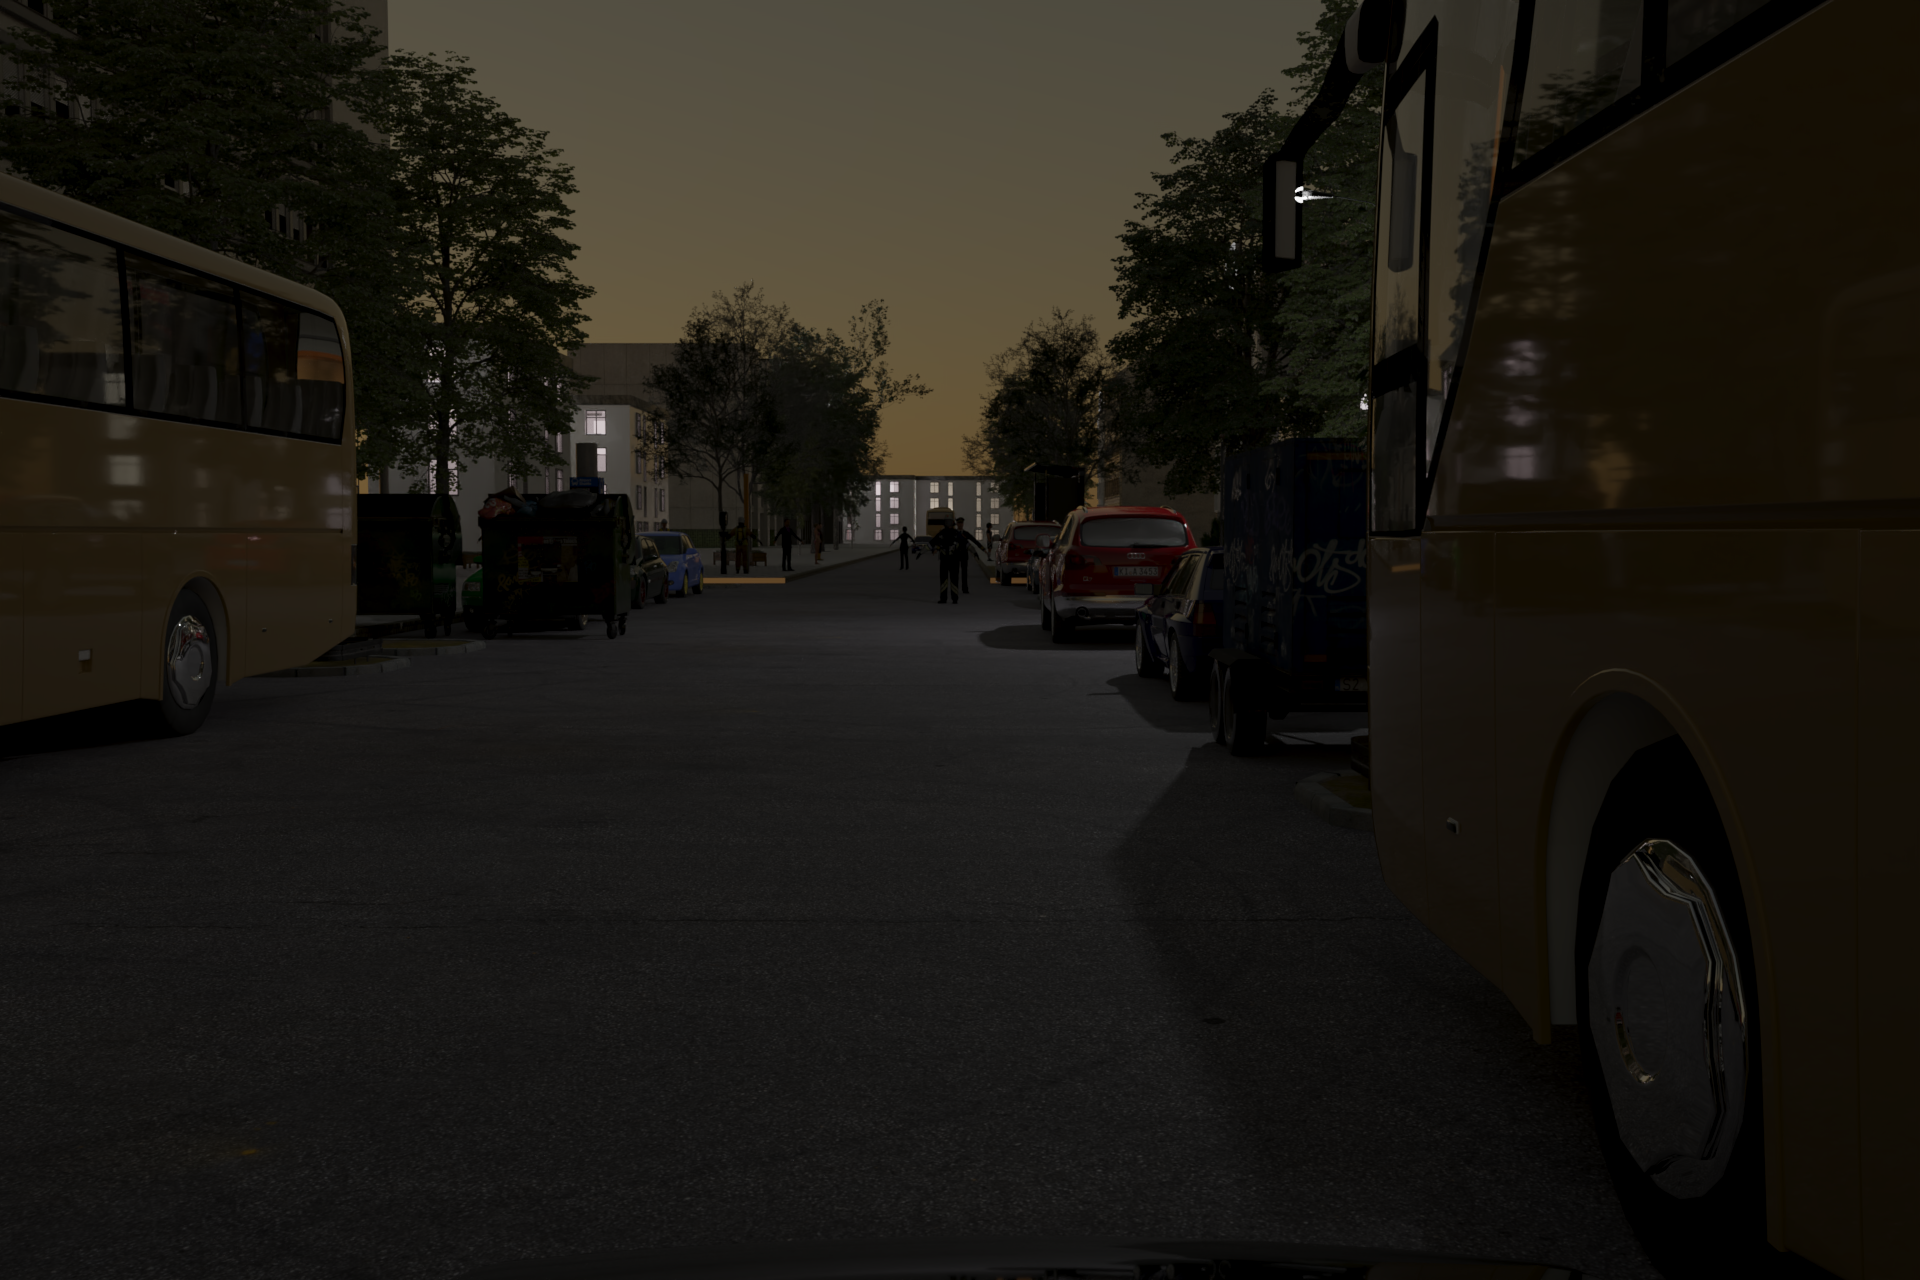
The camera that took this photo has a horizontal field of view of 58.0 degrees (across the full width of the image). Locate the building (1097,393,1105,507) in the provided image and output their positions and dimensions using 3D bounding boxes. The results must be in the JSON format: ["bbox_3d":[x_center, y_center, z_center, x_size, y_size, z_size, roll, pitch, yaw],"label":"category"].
[{"bbox_3d":[23.069,-22.620,226.256,16.016,20.090,11.380,0,4,0],"label":"building"}]

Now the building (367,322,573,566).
[{"bbox_3d":[-23.019,-8.606,82.862,9.099,9.664,28.070,0,4,0],"label":"building"}]

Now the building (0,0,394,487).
[{"bbox_3d":[-29.438,-14.255,40.671,19.016,26.051,41.698,0,4,1],"label":"building"}]

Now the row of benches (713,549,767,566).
[{"bbox_3d":[-8.927,-3.358,70.360,1.422,0.672,4.104,-2,4,-31],"label":"row of benches"}]

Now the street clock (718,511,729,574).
[{"bbox_3d":[-7.538,-3.099,55.233,0.358,2.002,0.471,0,4,1],"label":"street clock"}]

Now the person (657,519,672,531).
[{"bbox_3d":[-9.372,-2.971,55.036,1.216,1.772,0.721,-1,4,-17],"label":"person"}]

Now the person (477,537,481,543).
[{"bbox_3d":[-18.365,-3.795,68.227,1.347,1.806,0.705,0,4,-2],"label":"person"}]

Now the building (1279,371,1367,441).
[{"bbox_3d":[22.305,-8.671,83.916,9.099,9.664,28.070,0,4,0],"label":"building"}]

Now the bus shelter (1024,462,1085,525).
[{"bbox_3d":[3.259,-4.193,59.837,1.731,3.624,6.357,0,4,-1],"label":"bus shelter"}]

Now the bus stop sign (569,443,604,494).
[{"bbox_3d":[-10.802,-3.743,50.212,0.837,3.901,0.837,0,4,0],"label":"bus stop sign"}]

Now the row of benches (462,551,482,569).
[{"bbox_3d":[-18.025,-3.047,65.275,1.422,0.672,4.104,1,4,12],"label":"row of benches"}]

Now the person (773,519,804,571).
[{"bbox_3d":[-5.976,-3.288,59.982,0.704,1.802,1.346,3,5,44],"label":"person"}]

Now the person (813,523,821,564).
[{"bbox_3d":[-5.982,-4.069,73.334,0.721,1.733,1.217,-1,4,-8],"label":"person"}]

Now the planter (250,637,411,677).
[{"bbox_3d":[-6.956,0.173,18.314,1.991,0.319,1.994,0,4,1],"label":"planter"}]

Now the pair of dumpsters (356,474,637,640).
[{"bbox_3d":[-6.781,-1.159,23.896,4.436,2.255,1.574,0,4,-1],"label":"pair of dumpsters"}]

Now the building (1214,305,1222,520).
[{"bbox_3d":[24.813,-16.887,132.522,16.016,20.090,11.380,0,3,0],"label":"building"}]

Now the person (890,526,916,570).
[{"bbox_3d":[-2.268,-3.673,69.236,1.216,1.740,0.721,-2,4,-33],"label":"person"}]

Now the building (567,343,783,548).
[{"bbox_3d":[-27.966,-18.944,176.195,16.747,18.905,31.486,0,4,0],"label":"building"}]

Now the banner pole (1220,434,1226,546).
[{"bbox_3d":[6.536,-3.243,43.032,0.401,3.779,0.863,0,3,0],"label":"banner pole"}]

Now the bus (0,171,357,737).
[{"bbox_3d":[-6.659,-1.093,9.417,2.896,3.916,12.252,0,4,0],"label":"bus"}]

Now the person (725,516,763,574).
[{"bbox_3d":[-7.059,-3.072,55.990,1.354,1.858,0.705,0,4,4],"label":"person"}]

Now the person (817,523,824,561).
[{"bbox_3d":[-6.778,-4.759,83.944,0.704,1.812,1.346,0,4,3],"label":"person"}]

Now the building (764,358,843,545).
[{"bbox_3d":[-29.627,-22.859,217.716,27.936,21.610,32.646,0,4,0],"label":"building"}]

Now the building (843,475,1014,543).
[{"bbox_3d":[-6.281,-18.420,245.772,28.070,9.664,9.099,0,4,2],"label":"building"}]

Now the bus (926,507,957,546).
[{"bbox_3d":[-1.689,-10.158,157.637,2.896,3.916,12.252,0,4,0],"label":"bus"}]

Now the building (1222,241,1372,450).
[{"bbox_3d":[22.343,-15.688,112.921,16.016,20.090,11.380,0,4,0],"label":"building"}]

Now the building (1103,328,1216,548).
[{"bbox_3d":[24.447,-20.928,173.107,19.493,23.208,18.063,0,4,0],"label":"building"}]

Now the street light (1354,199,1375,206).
[{"bbox_3d":[6.248,-3.120,23.551,1.470,5.913,1.316,0,4,0],"label":"street light"}]

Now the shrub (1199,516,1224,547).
[{"bbox_3d":[10.515,-4.046,70.199,1.661,2.075,1.752,0,3,0],"label":"shrub"}]

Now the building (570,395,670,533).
[{"bbox_3d":[-24.373,-10.792,118.591,9.099,9.664,28.070,0,4,0],"label":"building"}]

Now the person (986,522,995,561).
[{"bbox_3d":[1.428,-4.626,81.775,0.704,1.843,1.345,1,4,9],"label":"person"}]

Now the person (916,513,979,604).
[{"bbox_3d":[-0.235,-1.676,35.635,1.354,1.856,0.705,1,4,16],"label":"person"}]

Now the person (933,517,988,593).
[{"bbox_3d":[0.009,-2.043,41.788,1.347,1.837,0.705,0,4,-6],"label":"person"}]

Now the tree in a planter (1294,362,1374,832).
[{"bbox_3d":[2.809,-0.716,8.925,1.991,3.239,1.994,0,4,-1],"label":"tree in a planter"}]
